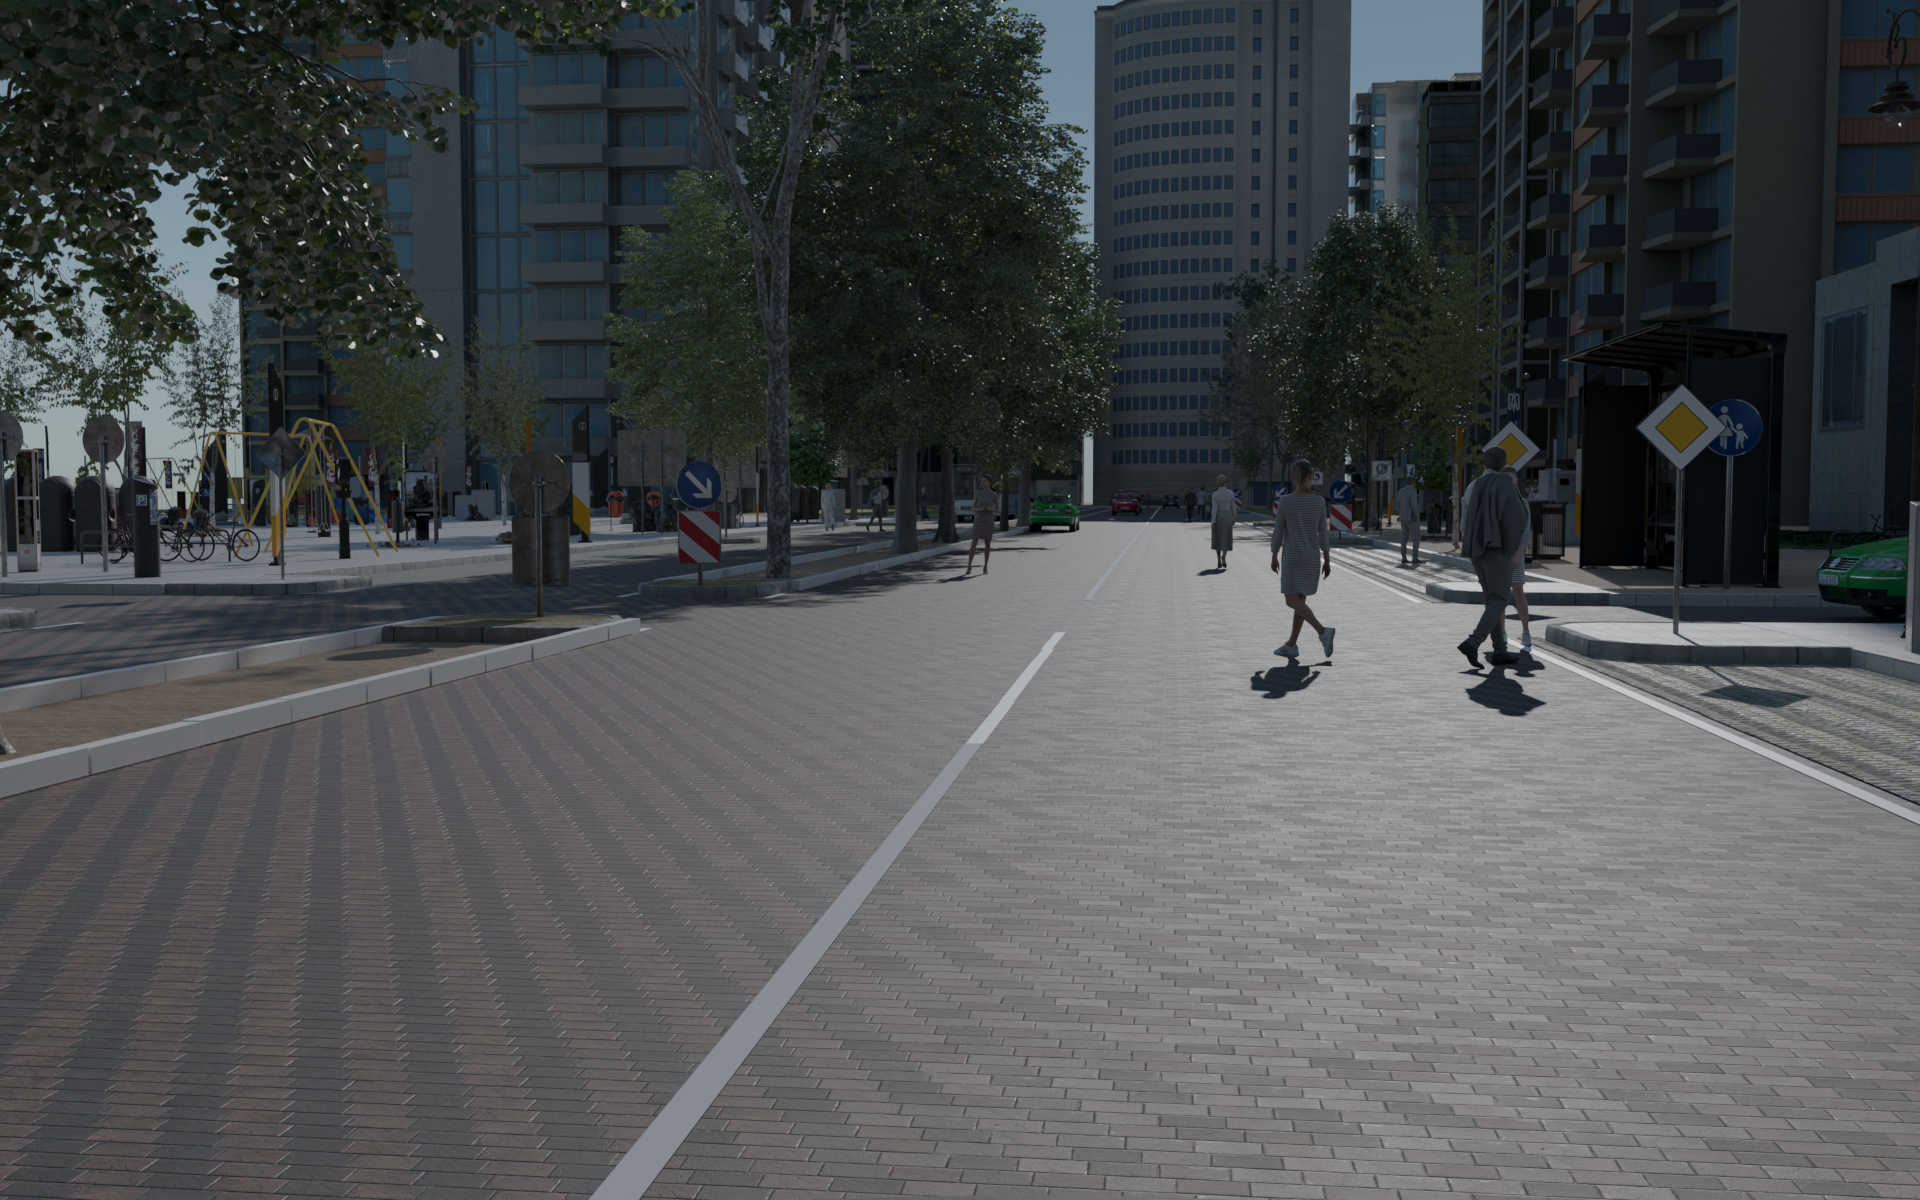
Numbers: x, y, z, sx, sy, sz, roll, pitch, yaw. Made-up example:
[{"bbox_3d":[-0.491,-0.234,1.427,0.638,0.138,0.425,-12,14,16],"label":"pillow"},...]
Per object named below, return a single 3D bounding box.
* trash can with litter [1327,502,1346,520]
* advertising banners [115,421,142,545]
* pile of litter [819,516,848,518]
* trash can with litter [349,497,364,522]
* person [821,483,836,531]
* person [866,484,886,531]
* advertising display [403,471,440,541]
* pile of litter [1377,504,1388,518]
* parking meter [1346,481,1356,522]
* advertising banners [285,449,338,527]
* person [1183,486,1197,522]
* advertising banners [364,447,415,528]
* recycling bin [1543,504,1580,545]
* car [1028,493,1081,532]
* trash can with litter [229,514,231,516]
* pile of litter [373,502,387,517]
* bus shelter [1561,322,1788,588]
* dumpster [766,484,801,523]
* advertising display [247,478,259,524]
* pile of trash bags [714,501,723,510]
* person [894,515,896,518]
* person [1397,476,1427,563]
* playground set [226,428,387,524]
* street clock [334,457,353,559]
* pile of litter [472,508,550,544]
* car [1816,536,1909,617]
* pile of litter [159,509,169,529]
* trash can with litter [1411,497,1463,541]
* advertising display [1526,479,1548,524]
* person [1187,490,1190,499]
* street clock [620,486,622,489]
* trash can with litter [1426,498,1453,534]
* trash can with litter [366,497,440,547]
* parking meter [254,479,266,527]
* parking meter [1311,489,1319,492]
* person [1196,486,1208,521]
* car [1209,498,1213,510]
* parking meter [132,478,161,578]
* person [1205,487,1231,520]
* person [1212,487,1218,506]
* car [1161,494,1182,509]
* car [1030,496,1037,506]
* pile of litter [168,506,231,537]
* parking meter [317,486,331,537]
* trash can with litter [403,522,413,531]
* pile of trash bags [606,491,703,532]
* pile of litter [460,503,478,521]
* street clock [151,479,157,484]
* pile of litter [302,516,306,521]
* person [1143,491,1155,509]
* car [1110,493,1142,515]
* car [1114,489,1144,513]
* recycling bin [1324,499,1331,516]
[{"bbox_3d":[19.133,-4.584,86.006,1.678,1.210,2.233,-1,4,-18],"label":"trash can with litter"},{"bbox_3d":[-20.343,-2.788,41.776,2.074,3.025,0.090,2,4,30],"label":"advertising banners"},{"bbox_3d":[-6.899,-4.843,93.146,1.719,0.858,1.176,2,4,24],"label":"pile of litter"},{"bbox_3d":[-27.800,-4.156,79.343,1.055,1.170,0.624,2,4,28],"label":"trash can with litter"},{"bbox_3d":[-5.009,-3.529,66.077,0.514,1.842,0.818,-1,4,-16],"label":"person"},{"bbox_3d":[-3.235,-3.533,66.357,0.850,1.850,0.679,2,4,27],"label":"person"},{"bbox_3d":[-14.908,-2.614,47.960,0.974,1.923,0.123,-2,4,-34],"label":"advertising display"},{"bbox_3d":[22.399,-4.800,92.449,1.176,0.858,1.719,2,4,29],"label":"pile of litter"},{"bbox_3d":[17.939,-4.515,79.531,0.255,1.863,0.399,-3,5,-40],"label":"parking meter"},{"bbox_3d":[-25.151,-4.338,67.122,2.074,3.025,0.090,-1,4,-13],"label":"advertising banners"},{"bbox_3d":[11.681,-4.862,87.767,0.659,1.850,0.755,1,4,19],"label":"person"},{"bbox_3d":[-21.315,-4.221,65.204,2.074,3.025,0.090,-2,4,-26],"label":"advertising banners"},{"bbox_3d":[15.201,-1.901,43.638,0.722,1.027,0.722,-2,4,-27],"label":"recycling bin"},{"bbox_3d":[3.663,-3.544,66.744,1.959,1.807,4.718,0,4,7],"label":"car"},{"bbox_3d":[-40.926,-5.141,95.110,2.233,1.210,1.678,0,4,6],"label":"trash can with litter"},{"bbox_3d":[-33.050,-5.127,97.784,1.719,0.858,1.176,-1,4,-18],"label":"pile of litter"},{"bbox_3d":[10.821,-2.168,26.731,1.731,3.624,6.357,0,4,7],"label":"bus shelter"},{"bbox_3d":[-7.958,-4.426,78.121,1.264,1.857,1.865,0,4,7],"label":"dumpster"},{"bbox_3d":[-29.145,-4.050,71.437,0.123,1.923,0.974,0,4,0],"label":"advertising display"},{"bbox_3d":[-11.441,-3.852,72.726,3.447,1.369,1.912,0,4,-7],"label":"pile of trash bags"},{"bbox_3d":[-2.338,-3.806,71.089,0.694,1.780,0.624,-2,4,-24],"label":"person"},{"bbox_3d":[9.268,-1.658,35.704,0.391,1.810,0.635,-2,4,-34],"label":"person"},{"bbox_3d":[-28.460,-5.404,75.141,5.637,4.214,5.302,1,4,18],"label":"playground set"},{"bbox_3d":[-12.196,-1.817,34.276,0.358,2.002,0.471,-2,4,-31],"label":"street clock"},{"bbox_3d":[-11.553,-1.904,45.095,1.176,0.858,1.719,3,5,43],"label":"pile of litter"},{"bbox_3d":[12.112,-0.642,19.293,4.718,1.807,1.959,0,4,5],"label":"car"},{"bbox_3d":[-28.625,-2.996,62.954,1.719,0.858,1.176,0,4,8],"label":"pile of litter"},{"bbox_3d":[13.281,-2.254,47.904,2.233,1.210,1.678,-2,4,-24],"label":"trash can with litter"},{"bbox_3d":[24.576,-4.199,73.859,0.974,1.923,0.123,3,4,37],"label":"advertising display"},{"bbox_3d":[21.170,-9.277,160.199,0.705,1.821,1.348,2,4,28],"label":"person"},{"bbox_3d":[-19.423,-5.860,100.383,0.471,2.002,0.358,1,4,18],"label":"street clock"},{"bbox_3d":[15.633,-2.737,56.133,1.055,1.170,0.624,1,4,18],"label":"trash can with litter"},{"bbox_3d":[-13.699,-1.921,42.461,1.678,1.210,2.233,-1,4,-21],"label":"trash can with litter"},{"bbox_3d":[-27.722,-3.845,68.574,0.399,1.863,0.255,1,4,17],"label":"parking meter"},{"bbox_3d":[17.529,-4.715,85.502,0.372,1.533,0.369,0,3,0],"label":"parking meter"},{"bbox_3d":[12.743,-5.079,91.381,0.661,1.843,0.795,1,4,22],"label":"person"},{"bbox_3d":[23.327,-8.905,155.380,2.009,1.686,4.222,1,4,8],"label":"car"},{"bbox_3d":[-12.543,-1.119,26.701,0.372,1.533,0.369,0,3,0],"label":"parking meter"},{"bbox_3d":[14.113,-5.214,93.971,1.509,1.804,0.699,1,4,14],"label":"person"},{"bbox_3d":[14.225,-5.353,96.252,0.478,1.798,0.641,3,5,43],"label":"person"},{"bbox_3d":[20.774,-9.818,170.308,2.009,1.686,4.222,0,4,7],"label":"car"},{"bbox_3d":[5.221,-6.441,117.897,1.945,1.354,3.894,1,4,8],"label":"car"},{"bbox_3d":[-22.931,-2.357,52.506,1.719,0.858,1.176,-1,4,-21],"label":"pile of litter"},{"bbox_3d":[-18.941,-2.640,51.576,0.372,1.533,0.369,0,3,0],"label":"parking meter"},{"bbox_3d":[-19.115,-3.016,60.694,1.055,1.170,0.624,-1,4,-20],"label":"trash can with litter"},{"bbox_3d":[-10.723,-3.033,59.339,3.447,1.369,1.912,2,4,29],"label":"pile of trash bags"},{"bbox_3d":[-23.204,-4.225,83.051,1.719,0.858,1.176,3,4,39],"label":"pile of litter"},{"bbox_3d":[-38.756,-4.797,83.004,0.471,2.002,0.358,-1,4,-17],"label":"street clock"},{"bbox_3d":[-30.625,-4.157,81.929,1.176,0.858,1.719,1,4,11],"label":"pile of litter"},{"bbox_3d":[18.358,-9.736,168.408,1.217,1.743,0.721,0,4,-2],"label":"person"},{"bbox_3d":[11.263,-6.646,117.698,2.155,1.783,4.494,0,4,7],"label":"car"},{"bbox_3d":[12.899,-7.566,132.374,2.281,1.827,5.304,0,4,5],"label":"car"},{"bbox_3d":[20.275,-5.138,96.556,0.722,1.027,0.722,0,4,1],"label":"recycling bin"}]
